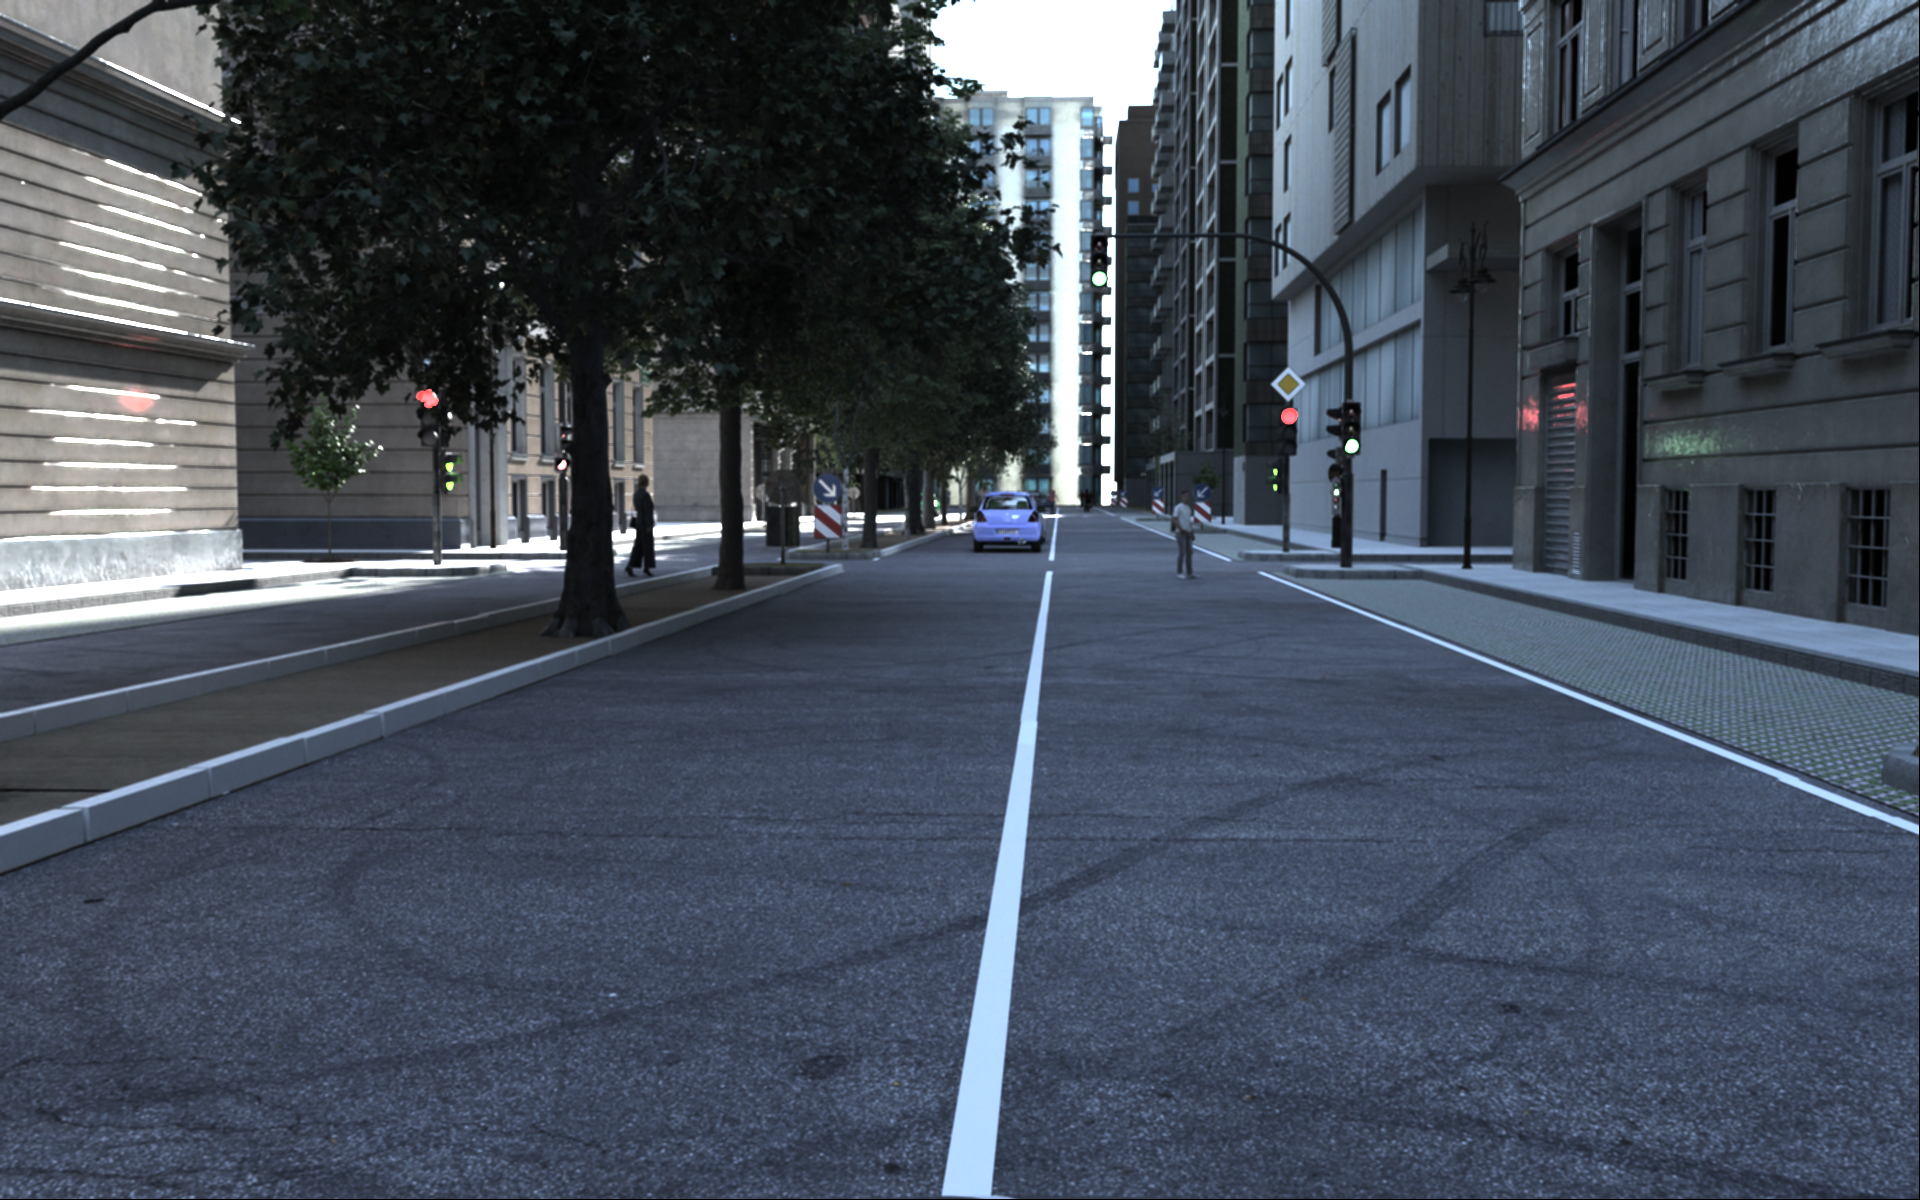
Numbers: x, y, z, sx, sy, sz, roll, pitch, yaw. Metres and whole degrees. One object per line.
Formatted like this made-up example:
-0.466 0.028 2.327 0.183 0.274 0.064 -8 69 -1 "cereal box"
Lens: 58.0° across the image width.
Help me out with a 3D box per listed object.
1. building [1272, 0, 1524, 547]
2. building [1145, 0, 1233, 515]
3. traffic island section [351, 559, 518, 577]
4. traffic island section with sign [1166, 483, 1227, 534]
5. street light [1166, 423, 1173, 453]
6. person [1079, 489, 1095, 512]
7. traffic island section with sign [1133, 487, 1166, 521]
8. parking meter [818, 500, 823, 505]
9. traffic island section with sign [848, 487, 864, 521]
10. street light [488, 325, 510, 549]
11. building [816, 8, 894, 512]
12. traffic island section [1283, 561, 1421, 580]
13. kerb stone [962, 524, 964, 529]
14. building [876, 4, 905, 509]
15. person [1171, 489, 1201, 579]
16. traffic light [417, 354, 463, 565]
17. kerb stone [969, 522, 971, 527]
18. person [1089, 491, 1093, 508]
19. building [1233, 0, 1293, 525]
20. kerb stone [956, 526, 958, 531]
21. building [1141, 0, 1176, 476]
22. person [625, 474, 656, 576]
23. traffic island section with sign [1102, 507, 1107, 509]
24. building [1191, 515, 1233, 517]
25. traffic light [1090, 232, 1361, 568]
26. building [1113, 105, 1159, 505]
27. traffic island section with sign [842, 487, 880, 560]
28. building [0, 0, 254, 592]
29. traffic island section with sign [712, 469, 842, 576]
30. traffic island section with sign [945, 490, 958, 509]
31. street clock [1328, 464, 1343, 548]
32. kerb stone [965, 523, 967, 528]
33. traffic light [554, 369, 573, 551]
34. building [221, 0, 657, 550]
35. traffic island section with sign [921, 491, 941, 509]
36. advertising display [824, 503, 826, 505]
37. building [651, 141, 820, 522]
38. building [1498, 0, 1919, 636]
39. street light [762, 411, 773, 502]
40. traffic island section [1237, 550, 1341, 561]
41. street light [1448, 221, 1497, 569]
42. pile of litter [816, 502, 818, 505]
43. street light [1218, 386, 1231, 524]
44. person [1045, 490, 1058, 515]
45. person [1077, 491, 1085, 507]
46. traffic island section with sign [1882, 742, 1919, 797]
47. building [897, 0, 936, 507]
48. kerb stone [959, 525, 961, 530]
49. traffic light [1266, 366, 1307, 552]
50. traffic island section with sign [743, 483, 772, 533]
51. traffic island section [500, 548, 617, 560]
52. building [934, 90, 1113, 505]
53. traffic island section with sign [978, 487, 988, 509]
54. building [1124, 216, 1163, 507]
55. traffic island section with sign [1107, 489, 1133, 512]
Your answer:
23.987 -28.218 50.611 27.495 52.752 28.713 0 4 3 "building"
25.095 -42.410 131.650 20.563 71.187 20.611 0 4 3 "building"
-9.443 -0.549 31.253 2.009 0.180 2.903 0 4 3 "traffic island section"
8.691 -3.346 63.342 1.989 1.847 2.006 0 4 3 "traffic island section with sign"
13.554 -8.525 112.174 0.468 5.910 1.993 0 4 3 "street light"
10.109 -7.919 137.935 1.348 1.831 0.705 2 4 26 "person"
10.304 -5.066 91.463 1.989 1.847 2.006 0 4 3 "traffic island section with sign"
-9.101 -6.411 113.236 0.372 1.533 0.369 0 3 0 "parking meter"
-5.616 -5.100 92.017 1.989 1.847 2.006 0 4 3 "traffic island section with sign"
-10.943 -4.138 40.445 0.468 5.910 1.993 0 4 3 "street light"
-16.677 -28.996 128.708 22.147 44.769 28.867 0 4 3 "building"
6.771 -0.491 30.317 2.009 0.180 2.903 0 4 3 "traffic island section"
-0.025 -2.896 69.546 0.120 0.150 1.000 0 4 3 "kerb stone"
-12.345 -30.584 150.152 14.600 45.320 14.200 0 4 3 "building"
3.810 -1.112 29.278 0.523 1.515 0.503 1 4 13 "person"
-9.404 -2.581 31.116 0.839 4.253 0.868 0 4 3 "traffic light"
0.266 -3.209 74.666 0.120 0.150 1.000 0 4 3 "kerb stone"
12.952 -10.016 172.970 0.721 1.735 1.217 3 5 41 "person"
19.154 -18.673 76.999 14.160 30.474 14.107 0 4 3 "building"
-0.262 -2.646 65.456 0.120 0.150 1.000 0 4 3 "kerb stone"
28.974 -32.927 157.967 23.786 49.044 30.456 0 4 3 "building"
-5.531 -1.299 30.156 0.576 1.772 0.534 2 4 28 "person"
14.664 -9.689 167.047 1.989 1.847 2.006 0 4 3 "traffic island section with sign"
22.716 -40.529 100.906 20.563 71.187 20.611 0 4 3 "building"
4.638 -3.395 30.184 4.771 5.953 1.251 0 4 3 "traffic light"
25.307 -33.782 202.449 14.200 45.320 14.600 0 4 3 "building"
-2.852 -1.859 38.528 2.006 1.907 1.989 0 4 3 "traffic island section with sign"
-29.364 -12.562 24.467 34.723 24.649 14.460 0 4 3 "building"
-3.288 -1.407 31.133 2.006 1.907 1.989 0 4 3 "traffic island section with sign"
-1.192 -9.789 168.679 1.989 1.847 2.006 0 4 3 "traffic island section with sign"
9.011 -2.249 41.344 0.358 2.002 0.471 -1 4 -22 "street clock"
0.088 -3.021 71.587 0.120 0.150 1.000 0 4 3 "kerb stone"
-6.851 -3.935 39.003 4.771 5.953 1.251 0 4 3 "traffic light"
-17.141 -16.095 49.059 13.634 28.700 20.117 0 4 3 "building"
-2.795 -8.084 140.797 1.989 1.847 2.006 0 4 3 "traffic island section with sign"
-7.302 -5.453 94.373 0.123 1.923 0.974 -1 4 -11 "advertising display"
-13.734 -13.975 79.399 10.553 20.767 40.483 0 4 3 "building"
15.892 -11.075 14.365 16.112 22.955 30.059 0 4 3 "building"
-8.731 -6.483 78.793 0.468 5.910 1.993 0 4 3 "street light"
7.230 -0.979 38.289 2.009 0.180 2.903 0 4 3 "traffic island section"
8.721 -3.475 29.611 0.468 5.910 1.993 0 4 3 "street light"
-9.265 -5.863 109.817 1.719 0.858 1.176 1 4 14 "pile of litter"
11.287 -6.195 74.076 0.468 5.910 1.993 0 4 3 "street light"
6.202 -6.588 116.935 1.217 1.743 0.721 3 5 45 "person"
13.584 -11.296 193.215 0.705 1.821 1.348 -2 4 -32 "person"
5.499 0.040 7.976 1.989 1.847 2.006 0 4 3 "traffic island section with sign"
-13.578 -45.357 179.845 20.611 71.187 20.563 0 4 3 "building"
-0.149 -2.771 67.498 0.120 0.150 1.000 0 4 3 "kerb stone"
7.191 -3.013 38.177 0.839 4.253 0.868 0 4 3 "traffic light"
-7.231 -3.372 63.768 1.989 1.847 2.006 0 4 3 "traffic island section with sign"
-8.984 -1.036 39.224 2.009 0.180 2.903 0 4 3 "traffic island section"
2.915 -35.997 208.157 30.456 49.044 23.786 0 4 3 "building"
1.462 -6.447 113.543 2.006 1.907 1.989 0 4 3 "traffic island section with sign"
24.186 -25.049 181.247 14.160 30.474 14.107 0 4 3 "building"
13.100 -8.038 140.047 1.989 1.847 2.006 0 4 3 "traffic island section with sign"
